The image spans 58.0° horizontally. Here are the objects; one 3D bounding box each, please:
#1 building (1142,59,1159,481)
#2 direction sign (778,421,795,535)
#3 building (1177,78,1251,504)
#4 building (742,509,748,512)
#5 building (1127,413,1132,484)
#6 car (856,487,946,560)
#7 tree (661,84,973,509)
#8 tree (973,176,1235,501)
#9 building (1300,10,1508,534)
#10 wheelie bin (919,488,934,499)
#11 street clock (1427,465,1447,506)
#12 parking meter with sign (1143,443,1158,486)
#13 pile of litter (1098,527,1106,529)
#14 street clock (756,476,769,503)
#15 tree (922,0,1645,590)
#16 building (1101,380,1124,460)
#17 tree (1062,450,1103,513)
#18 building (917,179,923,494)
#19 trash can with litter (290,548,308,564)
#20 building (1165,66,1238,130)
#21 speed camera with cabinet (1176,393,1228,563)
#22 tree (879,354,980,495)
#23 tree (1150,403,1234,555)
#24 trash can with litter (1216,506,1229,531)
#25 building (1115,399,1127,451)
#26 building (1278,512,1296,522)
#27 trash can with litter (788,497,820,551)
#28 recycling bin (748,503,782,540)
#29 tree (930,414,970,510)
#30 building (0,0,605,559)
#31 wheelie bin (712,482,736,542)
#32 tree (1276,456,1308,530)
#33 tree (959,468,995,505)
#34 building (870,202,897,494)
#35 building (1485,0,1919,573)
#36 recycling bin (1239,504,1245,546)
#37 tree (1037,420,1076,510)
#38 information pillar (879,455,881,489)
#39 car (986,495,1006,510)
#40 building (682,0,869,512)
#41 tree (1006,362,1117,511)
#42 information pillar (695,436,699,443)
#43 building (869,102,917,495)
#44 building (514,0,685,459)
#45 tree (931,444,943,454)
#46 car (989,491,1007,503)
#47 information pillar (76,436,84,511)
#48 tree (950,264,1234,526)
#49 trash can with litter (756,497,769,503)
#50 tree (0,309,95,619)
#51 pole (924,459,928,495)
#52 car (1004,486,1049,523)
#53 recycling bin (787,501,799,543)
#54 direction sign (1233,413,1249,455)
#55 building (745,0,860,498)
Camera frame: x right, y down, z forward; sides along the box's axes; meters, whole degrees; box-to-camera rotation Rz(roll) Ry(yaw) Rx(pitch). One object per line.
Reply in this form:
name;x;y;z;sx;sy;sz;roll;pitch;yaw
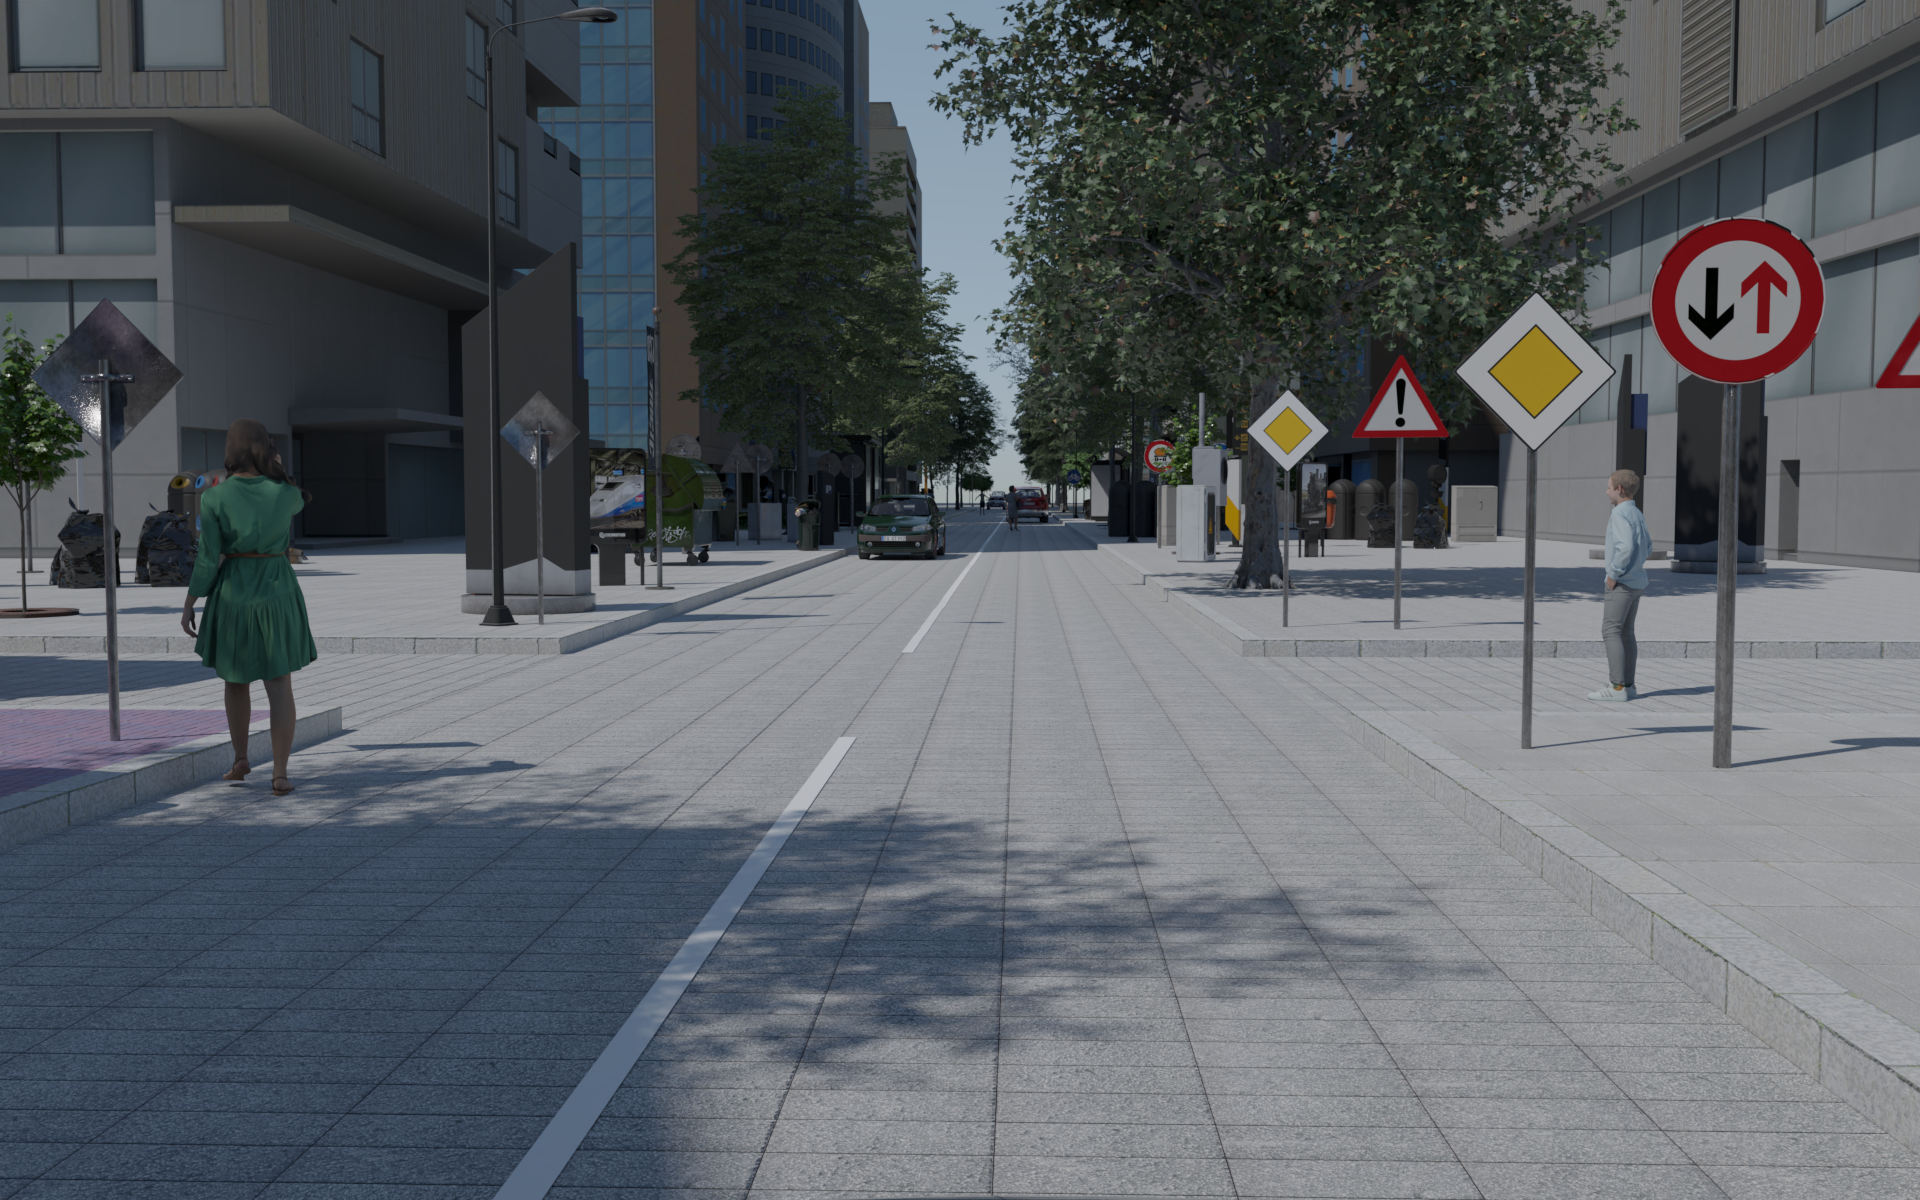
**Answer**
building;23.597;-28.626;151.629;14.154;41.232;14.086;0;4;2
direction sign;-5.430;-3.811;54.307;0.379;3.537;0.876;2;4;28
building;26.204;-48.526;106.065;22.319;86.520;31.000;0;4;2
building;-26.111;-25.232;104.419;32.217;40.220;23.993;0;4;2
building;25.470;-31.035;191.018;14.154;41.232;14.086;0;4;2
car;-1.287;-1.796;39.154;2.009;1.686;4.222;0;4;4
tree;-4.440;-7.950;48.114;7.486;12.596;7.792;0;3;0
tree;5.772;-8.297;53.787;7.486;12.596;7.792;0;3;0
building;20.345;-25.160;61.479;14.600;45.320;14.200;0;4;2
wheelie bin;-1.787;-5.096;91.222;0.980;1.594;0.693;3;4;37
street clock;11.876;-2.359;43.137;0.471;2.002;0.358;-2;4;-32
parking meter with sign;6.987;-3.903;60.073;1.738;3.016;0.543;-1;4;-20
pile of litter;5.961;-3.053;63.875;1.719;0.858;1.176;2;4;34
street clock;-7.727;-3.864;67.747;0.471;2.002;0.358;-2;4;-25
tree;4.163;-6.497;23.236;9.611;12.733;9.660;0;3;0
building;30.724;-37.644;239.177;21.300;48.544;21.600;0;4;2
tree;8.287;-8.096;116.079;4.285;4.588;4.351;0;3;0
building;-12.449;-35.838;236.066;14.600;45.320;14.200;0;4;2
trash can with litter;-12.555;-1.252;31.851;1.055;1.170;0.624;0;4;-4
building;26.749;-31.179;133.472;21.300;48.544;21.600;0;4;2
speed camera with cabinet;4.670;-2.380;33.253;0.660;3.252;2.038;1;4;20
tree;-2.078;-11.059;115.220;7.601;10.594;8.767;1;4;16
tree;5.027;-2.592;36.980;1.663;3.219;1.824;0;3;0
trash can with litter;8.997;-2.996;60.367;1.055;1.170;0.624;-2;4;-26
building;30.699;-36.283;212.837;23.786;49.044;30.456;0;4;2
building;21.050;-24.471;83.694;14.154;41.232;14.086;0;4;2
trash can with litter;-3.530;-1.708;39.318;0.624;1.170;1.055;-1;4;-17
recycling bin;-5.453;-2.191;48.381;0.722;1.027;0.722;-2;4;-35
tree;-1.188;-11.314;135.339;4.360;8.622;3.978;0;3;0
building;-26.108;-27.899;45.384;28.713;52.752;27.495;0;4;2
wheelie bin;-6.432;-2.391;47.009;0.693;1.594;0.980;-2;4;-29
tree;12.059;-4.164;62.686;1.663;3.219;1.824;0;3;0
tree;1.259;-13.997;212.565;4.285;4.588;4.351;0;3;0
building;-22.981;-30.827;195.895;32.217;40.220;23.993;0;4;2
building;28.231;-27.397;37.185;27.495;52.752;28.713;0;4;2
recycling bin;7.266;-1.841;42.654;0.722;1.027;0.722;3;4;37
tree;9.177;-12.672;157.543;4.737;8.622;4.395;0;3;0
information pillar;-4.242;-5.862;87.198;0.504;3.616;0.183;1;4;16
car;3.316;-8.890;157.939;1.945;1.354;3.894;0;4;3
building;-15.442;-30.717;152.332;14.600;45.320;14.200;0;4;2
tree;7.862;-13.769;131.777;9.857;13.997;8.962;0;3;0
information pillar;-10.597;-4.760;69.174;0.183;3.616;0.504;3;5;43
building;-16.698;-36.363;218.240;21.300;48.544;21.600;0;4;2
building;-18.397;-26.553;84.253;14.600;45.320;14.200;0;4;2
tree;0.094;-15.715;167.313;12.009;13.543;11.850;0;3;0
car;4.661;-12.206;208.240;2.281;1.827;5.304;0;4;1
information pillar;-14.141;-2.230;27.822;0.183;3.616;0.504;-2;4;-28
tree;6.103;-9.679;68.628;12.009;13.543;11.850;0;3;0
trash can with litter;-8.278;-3.680;71.553;0.624;1.170;1.055;-2;4;-28
tree;-9.968;-1.451;18.323;1.663;3.219;1.824;0;3;0
pole;-1.653;-5.529;84.240;0.158;3.312;0.155;0;3;0
car;3.375;-4.809;87.292;2.281;1.827;5.304;0;3;0
recycling bin;-4.111;-2.044;45.970;0.722;1.027;0.722;-3;4;-36
direction sign;5.922;-2.628;34.960;0.876;3.537;0.379;-1;4;-12
building;-19.397;-35.992;130.466;21.231;58.520;28.212;0;4;2
